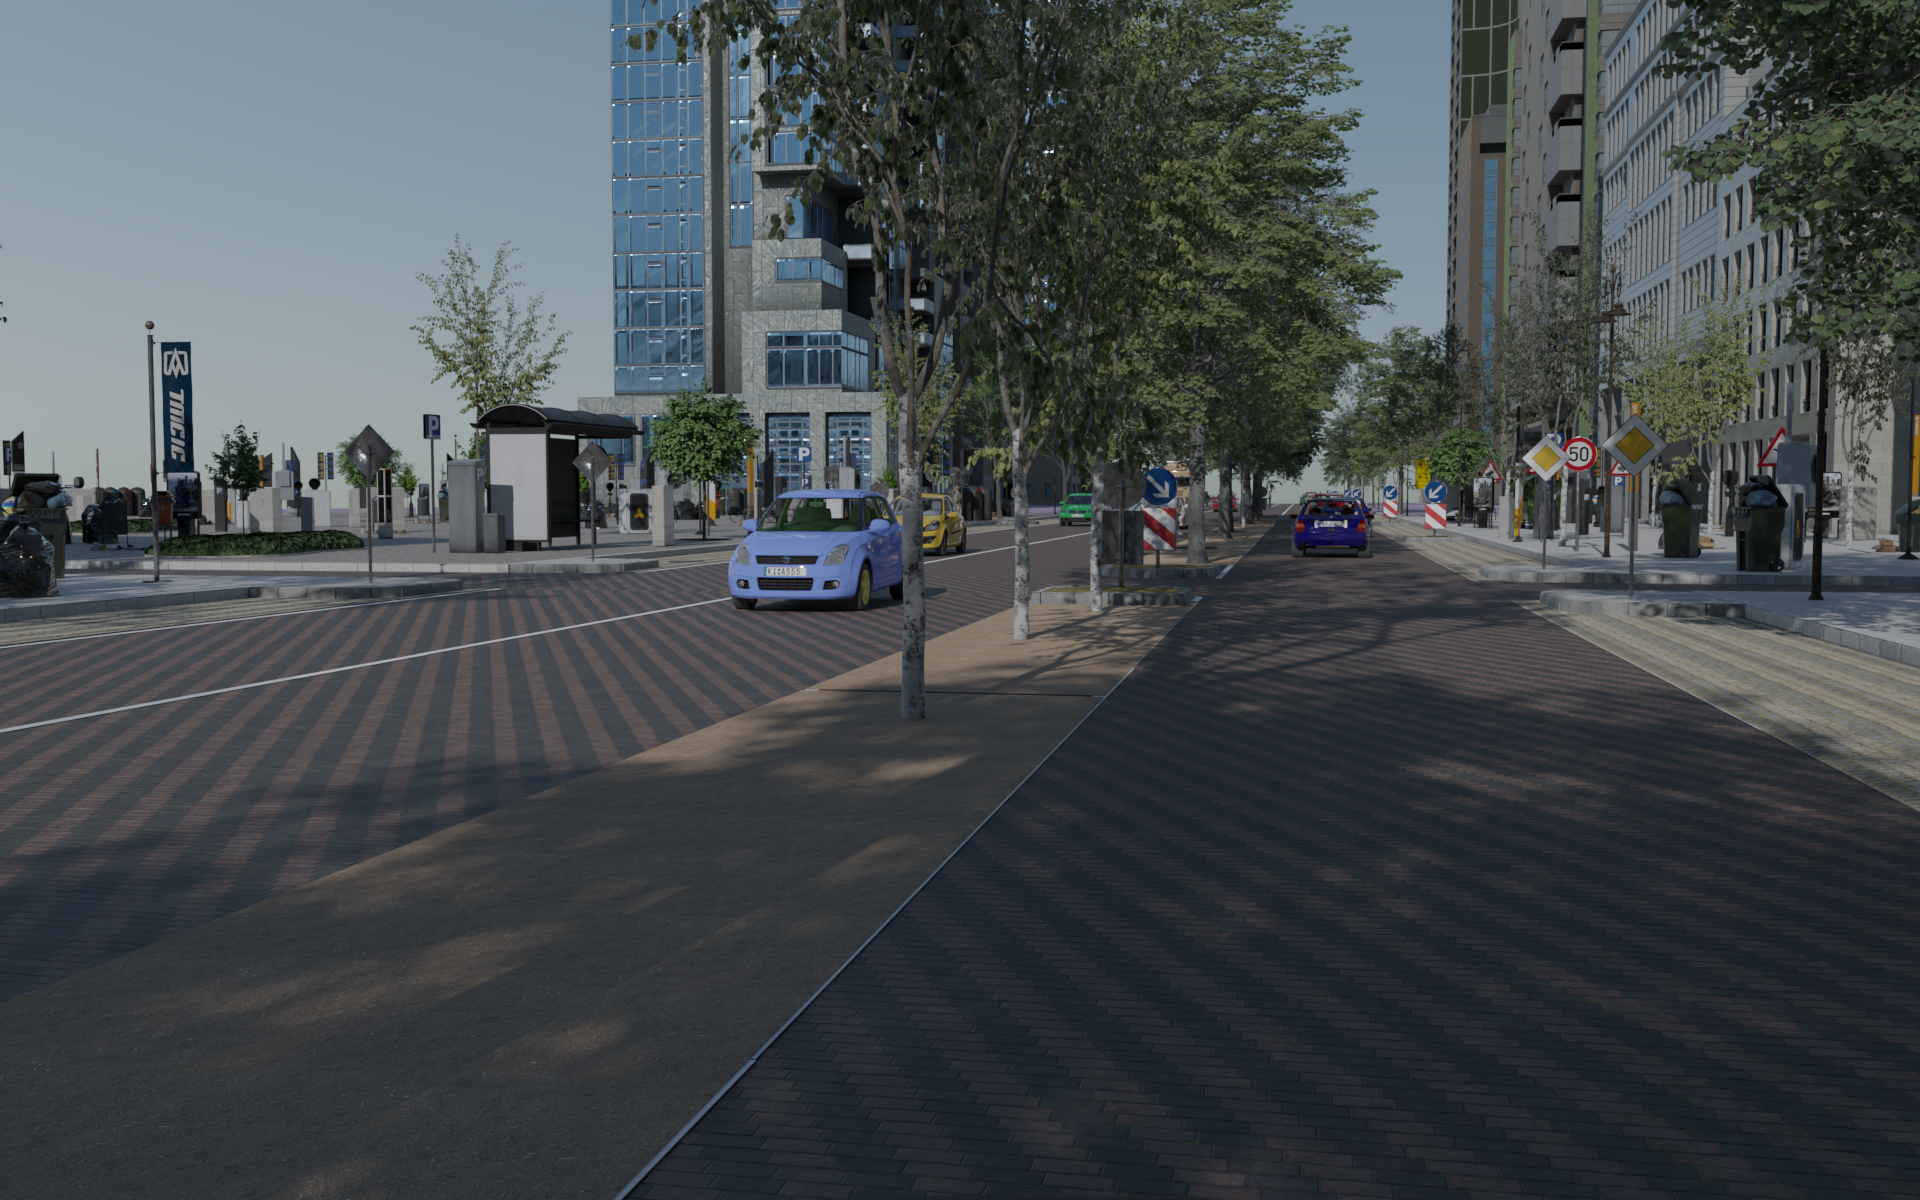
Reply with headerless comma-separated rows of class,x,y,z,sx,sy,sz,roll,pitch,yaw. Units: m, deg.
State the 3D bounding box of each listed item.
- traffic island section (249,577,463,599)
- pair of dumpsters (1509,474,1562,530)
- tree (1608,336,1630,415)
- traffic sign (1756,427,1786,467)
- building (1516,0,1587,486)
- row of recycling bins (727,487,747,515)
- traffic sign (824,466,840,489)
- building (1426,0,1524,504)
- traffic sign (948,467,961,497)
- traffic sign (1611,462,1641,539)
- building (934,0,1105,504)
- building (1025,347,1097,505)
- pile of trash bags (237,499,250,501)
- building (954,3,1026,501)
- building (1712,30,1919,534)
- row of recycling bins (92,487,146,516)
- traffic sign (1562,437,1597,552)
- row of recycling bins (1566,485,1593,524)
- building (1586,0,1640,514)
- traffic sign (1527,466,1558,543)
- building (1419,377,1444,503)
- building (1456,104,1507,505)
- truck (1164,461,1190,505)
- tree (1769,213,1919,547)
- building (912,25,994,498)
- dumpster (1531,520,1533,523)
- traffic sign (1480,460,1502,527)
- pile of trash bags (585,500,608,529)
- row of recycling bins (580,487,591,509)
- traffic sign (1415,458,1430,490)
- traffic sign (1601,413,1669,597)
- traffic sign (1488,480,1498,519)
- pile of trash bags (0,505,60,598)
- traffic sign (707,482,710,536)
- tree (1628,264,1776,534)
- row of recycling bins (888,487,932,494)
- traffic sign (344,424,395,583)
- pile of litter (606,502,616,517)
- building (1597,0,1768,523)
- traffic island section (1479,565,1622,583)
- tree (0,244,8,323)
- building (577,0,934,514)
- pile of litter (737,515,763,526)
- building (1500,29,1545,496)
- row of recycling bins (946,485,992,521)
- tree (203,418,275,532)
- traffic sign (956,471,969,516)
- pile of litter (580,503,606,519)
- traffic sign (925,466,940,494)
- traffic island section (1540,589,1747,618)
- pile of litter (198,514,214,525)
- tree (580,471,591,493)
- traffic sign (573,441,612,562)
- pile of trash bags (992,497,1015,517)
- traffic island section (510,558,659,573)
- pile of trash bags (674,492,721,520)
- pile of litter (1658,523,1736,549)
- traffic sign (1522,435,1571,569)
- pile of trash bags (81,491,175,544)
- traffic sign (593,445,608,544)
traffic island section,-8.541,-0.169,25.044,2.009,0.180,2.903,1,4,11
pair of dumpsters,21.336,-3.771,64.146,1.574,2.255,4.437,1,4,11
tree,28.052,-7.267,69.172,4.737,8.622,4.395,0,3,0
traffic sign,15.887,-2.052,33.559,0.884,2.594,0.081,1,4,14
building,58.544,-33.258,133.013,28.713,52.752,27.495,1,4,11
row of recycling bins,-13.200,-6.081,106.534,1.069,1.692,3.534,1,4,23
traffic sign,-4.737,-3.791,64.118,0.606,2.300,0.079,1,4,14
building,69.744,-47.528,215.336,20.563,71.187,20.611,1,4,11
traffic sign,-0.271,-4.910,80.380,0.768,2.556,0.104,1,4,19
traffic sign,19.136,-3.054,49.931,0.884,2.594,0.081,1,4,13
building,10.851,-57.070,245.766,22.319,86.520,31.000,1,4,11
building,2.255,-22.859,218.777,27.650,21.520,28.899,1,4,11
pile of trash bags,-41.330,-5.562,100.686,3.447,1.369,1.912,-2,4,-30
building,-1.851,-31.247,161.005,14.600,45.320,14.200,1,4,11
building,34.489,-12.661,61.763,10.420,20.320,16.860,1,4,11
row of recycling bins,-48.631,-5.680,99.975,1.069,1.692,3.534,1,4,23
traffic sign,13.787,-2.357,38.635,0.768,2.556,0.104,1,4,18
row of recycling bins,26.739,-4.226,76.215,1.069,1.692,3.534,0,4,-6
building,48.204,-26.329,114.072,14.154,41.232,14.086,1,4,11
traffic sign,15.396,-2.801,45.806,0.884,2.594,0.081,1,4,12
building,78.998,-24.170,240.211,27.650,21.520,28.899,1,4,11
building,64.998,-33.586,199.239,14.600,45.320,14.200,1,4,11
truck,18.879,-9.761,148.506,2.839,4.237,11.283,1,4,10
tree,21.980,-5.609,42.065,4.360,8.622,3.978,0,3,0
building,-5.219,-28.368,147.405,14.154,41.232,14.086,1,4,11
dumpster,24.566,-4.263,75.459,1.264,1.857,1.865,1,4,11
traffic sign,20.315,-4.062,66.411,0.884,2.594,0.081,1,4,20
pile of trash bags,-14.854,-3.376,64.958,3.447,1.369,1.912,0,4,2
row of recycling bins,-20.071,-5.218,92.427,1.069,1.692,3.534,0,4,-1
traffic sign,26.638,-6.302,96.905,2.265,3.308,0.079,1,4,14
traffic sign,8.395,-1.099,21.616,0.795,2.450,0.064,1,4,11
traffic sign,25.554,-5.119,83.702,0.884,2.594,0.081,1,4,20
pile of trash bags,-13.120,-0.727,21.635,3.447,1.369,1.912,-1,4,-19
traffic sign,-7.649,-3.210,52.586,0.768,2.556,0.104,1,4,16
tree,24.374,-6.474,56.213,4.737,8.622,4.395,0,3,0
row of recycling bins,-2.967,-5.594,98.569,3.534,1.692,1.069,3,5,40
traffic sign,-8.517,-1.305,24.978,0.795,2.450,0.064,1,4,11
pile of litter,-19.700,-5.209,99.138,1.719,0.858,1.176,0,4,-4
building,39.570,-18.795,84.789,11.434,29.767,29.804,1,4,11
traffic island section,9.973,-0.443,29.522,2.009,0.180,2.903,1,4,11
tree,-22.981,-5.364,38.060,4.737,8.622,4.395,0,3,0
building,-12.589,-49.649,124.437,22.319,86.520,31.000,1,4,11
pile of litter,-8.429,-3.395,69.474,1.176,0.858,1.719,1,4,18
building,55.823,-28.838,155.096,14.154,41.232,14.086,1,4,11
row of recycling bins,0.395,-4.627,82.763,1.069,1.692,3.534,2,4,31
tree,-18.026,-3.007,43.772,1.663,3.219,1.824,0,3,0
traffic sign,0.093,-4.615,77.586,0.606,2.300,0.079,1,4,19
pile of litter,-17.951,-4.259,83.605,1.176,0.858,1.719,-1,4,-21
traffic sign,-1.166,-4.666,76.388,0.768,2.556,0.104,1,4,14
traffic island section,8.420,0.036,21.689,2.009,0.180,2.903,1,4,11
pile of litter,-32.150,-3.583,72.546,1.719,0.858,1.176,0,4,-1
tree,-17.845,-5.232,80.141,1.663,3.219,1.824,0,3,0
traffic sign,-6.964,-1.784,32.811,0.795,2.450,0.064,1,4,11
pile of trash bags,1.553,-5.385,97.789,3.447,1.369,1.912,-1,4,-9
traffic island section,-6.988,-0.648,32.877,2.009,0.180,2.903,1,4,11
pile of trash bags,-13.256,-4.712,86.787,1.912,1.369,3.447,2,4,35
pile of litter,17.061,-1.617,40.401,1.719,0.858,1.176,0,4,-2
traffic sign,9.948,-1.578,29.449,0.795,2.450,0.064,1,4,11
pile of trash bags,-22.397,-2.177,45.348,3.447,1.369,1.912,-1,4,-15
traffic sign,-9.373,-2.709,44.401,0.768,2.556,0.104,1,4,15
